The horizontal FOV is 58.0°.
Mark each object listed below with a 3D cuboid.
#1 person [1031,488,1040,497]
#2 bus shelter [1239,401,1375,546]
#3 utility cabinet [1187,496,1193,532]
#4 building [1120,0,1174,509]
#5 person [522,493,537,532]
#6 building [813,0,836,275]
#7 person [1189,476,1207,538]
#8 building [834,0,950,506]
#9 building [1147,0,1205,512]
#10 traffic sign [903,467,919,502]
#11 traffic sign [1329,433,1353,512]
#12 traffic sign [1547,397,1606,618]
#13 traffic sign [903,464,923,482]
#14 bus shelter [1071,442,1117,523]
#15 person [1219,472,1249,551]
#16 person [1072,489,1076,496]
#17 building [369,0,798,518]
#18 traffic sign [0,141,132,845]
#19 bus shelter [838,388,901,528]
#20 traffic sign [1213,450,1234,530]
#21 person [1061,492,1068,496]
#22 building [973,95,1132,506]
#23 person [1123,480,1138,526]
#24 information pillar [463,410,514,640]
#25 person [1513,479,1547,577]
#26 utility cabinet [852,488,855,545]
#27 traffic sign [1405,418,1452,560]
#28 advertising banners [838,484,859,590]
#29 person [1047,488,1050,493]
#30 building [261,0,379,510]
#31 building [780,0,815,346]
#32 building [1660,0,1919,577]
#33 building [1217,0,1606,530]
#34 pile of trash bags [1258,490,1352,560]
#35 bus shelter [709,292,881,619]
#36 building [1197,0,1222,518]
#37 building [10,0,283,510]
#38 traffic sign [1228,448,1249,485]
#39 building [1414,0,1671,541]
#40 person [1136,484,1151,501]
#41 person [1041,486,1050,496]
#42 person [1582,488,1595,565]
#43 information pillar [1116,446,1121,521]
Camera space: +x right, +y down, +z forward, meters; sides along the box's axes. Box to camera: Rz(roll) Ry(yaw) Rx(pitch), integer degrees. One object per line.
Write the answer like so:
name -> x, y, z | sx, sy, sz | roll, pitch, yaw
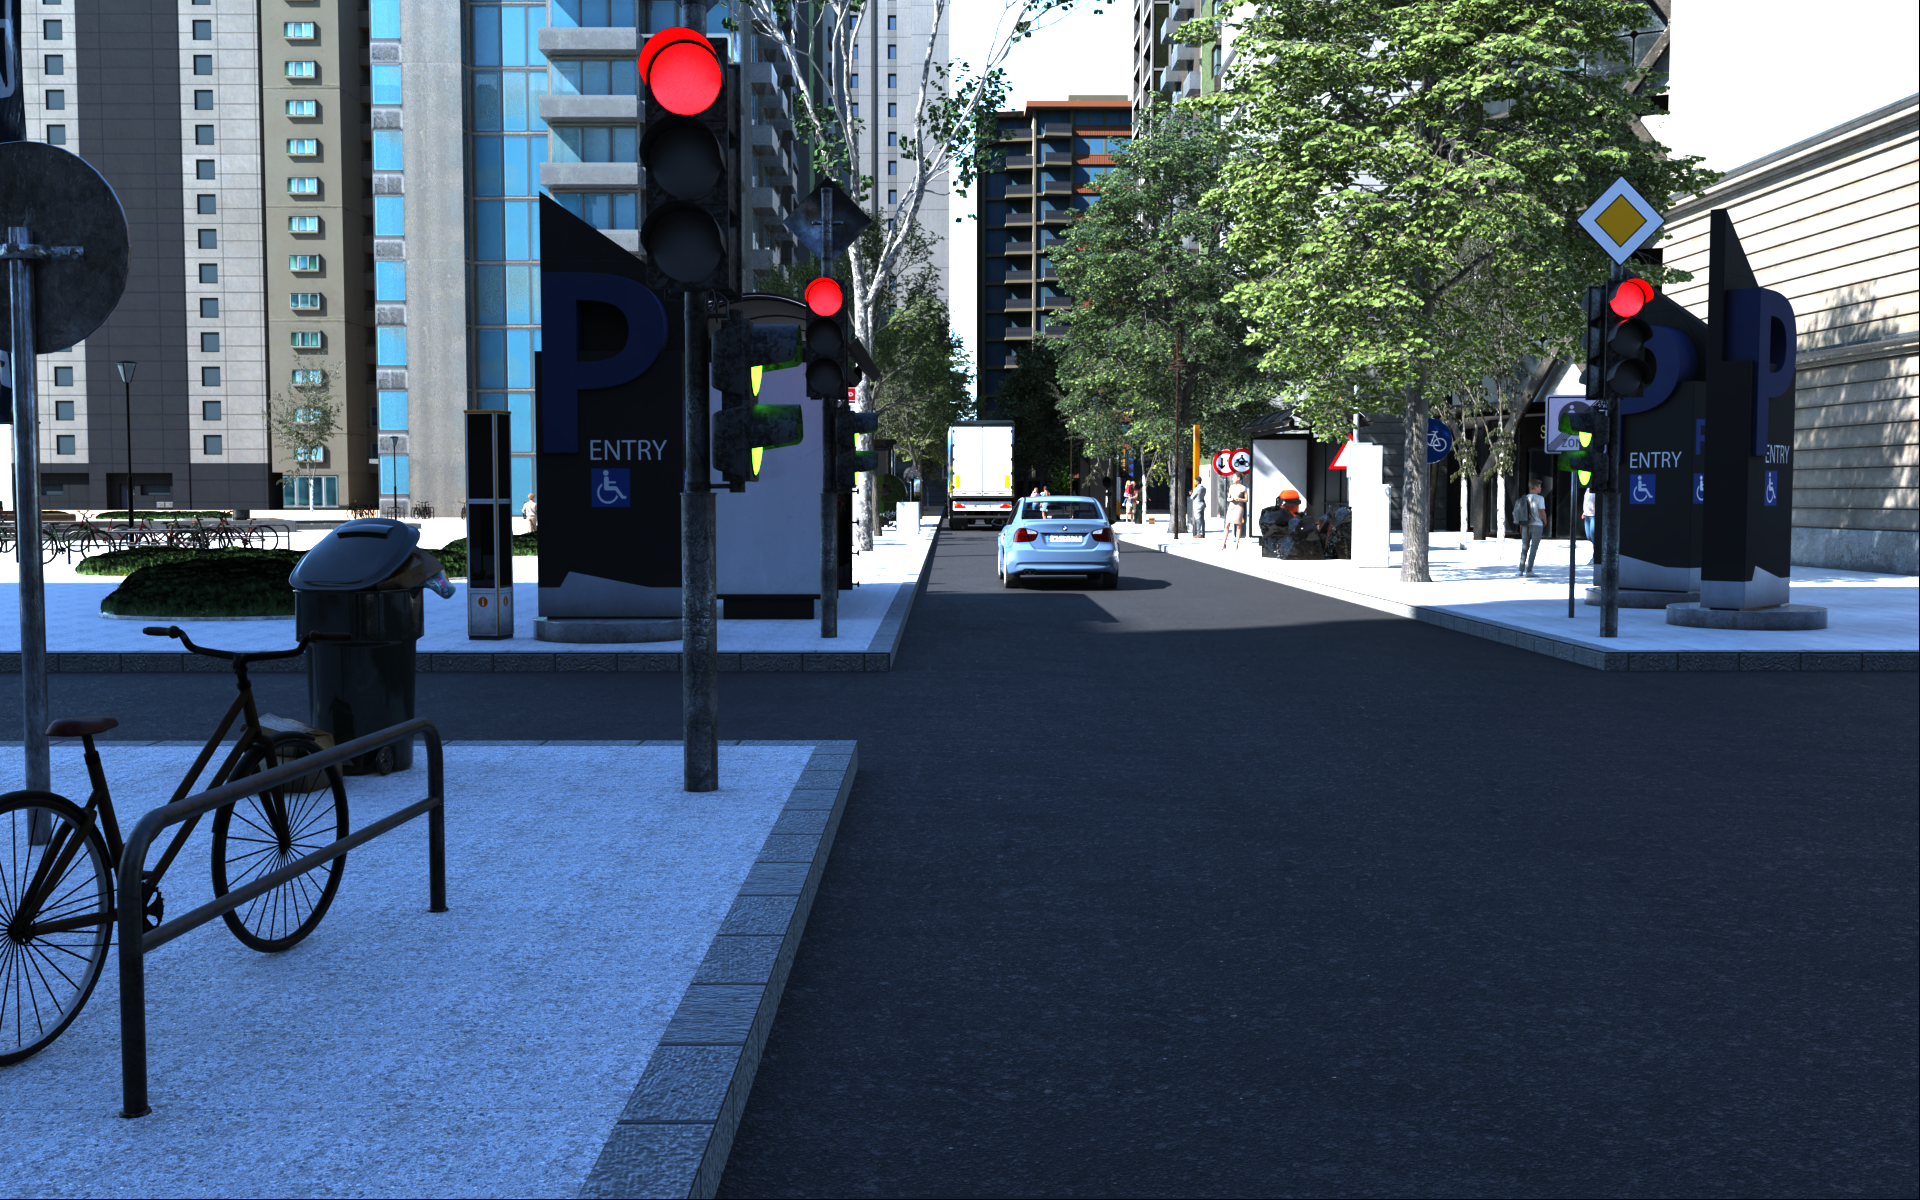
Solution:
person -> 3.907, -4.761, 86.932 | 0.593, 1.750, 0.643 | -3, 5, -42
bus shelter -> 7.922, -2.827, 40.153 | 2.014, 3.302, 5.546 | 0, 4, 0
utility cabinet -> 8.043, -2.971, 59.743 | 0.306, 1.237, 1.020 | 1, 4, 17
building -> 23.712, -43.360, 147.181 | 20.563, 71.187, 20.611 | 0, 4, 0
person -> -11.337, -2.172, 45.826 | 0.475, 1.303, 0.640 | -1, 4, -11
building -> -21.796, -32.024, 147.298 | 21.600, 48.544, 21.300 | 0, 4, 0
person -> 6.925, -2.710, 50.525 | 0.466, 1.800, 0.511 | 2, 4, 28
building -> -15.163, -39.744, 191.808 | 28.212, 58.520, 21.231 | 0, 4, 0
building -> 26.179, -30.751, 122.386 | 23.786, 49.044, 30.456 | 0, 4, 0
traffic sign -> -2.302, -5.000, 81.850 | 0.768, 2.556, 0.104 | 0, 4, 8
traffic sign -> 8.326, -2.267, 37.065 | 0.884, 2.594, 0.081 | 0, 4, 4
traffic sign -> 6.340, -0.964, 17.893 | 0.606, 2.300, 0.079 | 0, 4, 8
traffic sign -> -2.002, -4.507, 73.696 | 0.884, 2.594, 0.081 | 0, 4, 6
bus shelter -> 6.242, -5.463, 80.606 | 1.731, 3.624, 6.357 | 0, 4, 0
person -> 6.195, -2.005, 39.162 | 0.599, 1.781, 0.374 | 2, 4, 34
person -> 9.550, -8.380, 143.850 | 0.721, 1.735, 1.217 | -1, 4, -14
building -> -21.757, -29.716, 105.472 | 23.786, 49.044, 30.456 | 0, 4, 0
traffic sign -> -3.378, -0.378, 6.282 | 0.768, 2.556, 0.104 | 0, 4, 3
bus shelter -> -3.503, -5.491, 67.414 | 2.179, 5.291, 8.768 | 0, 4, -1
traffic sign -> 7.632, -3.037, 49.762 | 0.768, 2.556, 0.104 | 0, 4, 4
person -> 7.973, -7.664, 132.275 | 0.541, 1.710, 0.530 | 0, 4, -8
building -> 14.353, -32.927, 192.977 | 28.867, 44.769, 22.147 | 0, 4, 0
person -> 6.864, -3.906, 69.874 | 0.573, 1.828, 0.580 | 2, 4, 33
information pillar -> -4.154, -0.660, 15.285 | 0.304, 2.012, 0.304 | 1, 4, 11
person -> 8.843, -1.117, 26.905 | 0.503, 1.515, 0.523 | 1, 4, 17
utility cabinet -> -2.786, -2.112, 43.202 | 0.318, 1.500, 1.173 | -1, 4, -18
traffic sign -> 7.801, -1.762, 28.911 | 0.768, 2.556, 0.104 | 0, 4, 6
advertising banners -> -2.360, -1.660, 23.333 | 2.074, 3.025, 0.090 | 1, 4, 15
person -> 7.179, -8.229, 140.662 | 0.705, 1.814, 1.350 | 0, 4, -3
building -> -44.258, -31.997, 146.847 | 21.600, 48.544, 21.300 | 0, 4, 0
building -> -18.250, -27.178, 127.962 | 14.154, 41.232, 14.086 | 0, 4, 0
building -> 31.830, -12.888, 29.808 | 34.723, 24.649, 14.460 | 0, 4, 0
building -> 19.038, -18.240, 75.711 | 11.434, 29.767, 29.804 | 0, 4, 0
pile of trash bags -> 6.991, -1.552, 35.126 | 1.912, 1.369, 3.447 | 0, 4, -4
bus shelter -> -2.041, -1.606, 20.188 | 2.014, 3.302, 5.546 | 0, 4, 0
building -> 20.557, -20.070, 99.848 | 14.160, 30.474, 14.107 | 0, 4, 0
building -> -65.434, -43.304, 146.269 | 20.611, 71.187, 20.563 | 0, 4, 0
traffic sign -> 7.787, -2.926, 47.946 | 0.768, 2.556, 0.104 | 0, 4, 2
building -> 22.219, -11.270, 51.714 | 16.820, 18.784, 16.811 | 0, 4, 0
person -> 10.036, -5.458, 95.309 | 0.705, 1.821, 1.348 | -2, 4, -29
person -> 4.165, -4.597, 83.750 | 0.616, 1.811, 0.778 | 0, 4, 1
person -> 11.590, -1.519, 31.554 | 0.598, 1.740, 0.731 | -2, 4, -23
information pillar -> 7.579, -5.661, 83.908 | 0.504, 3.616, 0.183 | 3, 5, 44
